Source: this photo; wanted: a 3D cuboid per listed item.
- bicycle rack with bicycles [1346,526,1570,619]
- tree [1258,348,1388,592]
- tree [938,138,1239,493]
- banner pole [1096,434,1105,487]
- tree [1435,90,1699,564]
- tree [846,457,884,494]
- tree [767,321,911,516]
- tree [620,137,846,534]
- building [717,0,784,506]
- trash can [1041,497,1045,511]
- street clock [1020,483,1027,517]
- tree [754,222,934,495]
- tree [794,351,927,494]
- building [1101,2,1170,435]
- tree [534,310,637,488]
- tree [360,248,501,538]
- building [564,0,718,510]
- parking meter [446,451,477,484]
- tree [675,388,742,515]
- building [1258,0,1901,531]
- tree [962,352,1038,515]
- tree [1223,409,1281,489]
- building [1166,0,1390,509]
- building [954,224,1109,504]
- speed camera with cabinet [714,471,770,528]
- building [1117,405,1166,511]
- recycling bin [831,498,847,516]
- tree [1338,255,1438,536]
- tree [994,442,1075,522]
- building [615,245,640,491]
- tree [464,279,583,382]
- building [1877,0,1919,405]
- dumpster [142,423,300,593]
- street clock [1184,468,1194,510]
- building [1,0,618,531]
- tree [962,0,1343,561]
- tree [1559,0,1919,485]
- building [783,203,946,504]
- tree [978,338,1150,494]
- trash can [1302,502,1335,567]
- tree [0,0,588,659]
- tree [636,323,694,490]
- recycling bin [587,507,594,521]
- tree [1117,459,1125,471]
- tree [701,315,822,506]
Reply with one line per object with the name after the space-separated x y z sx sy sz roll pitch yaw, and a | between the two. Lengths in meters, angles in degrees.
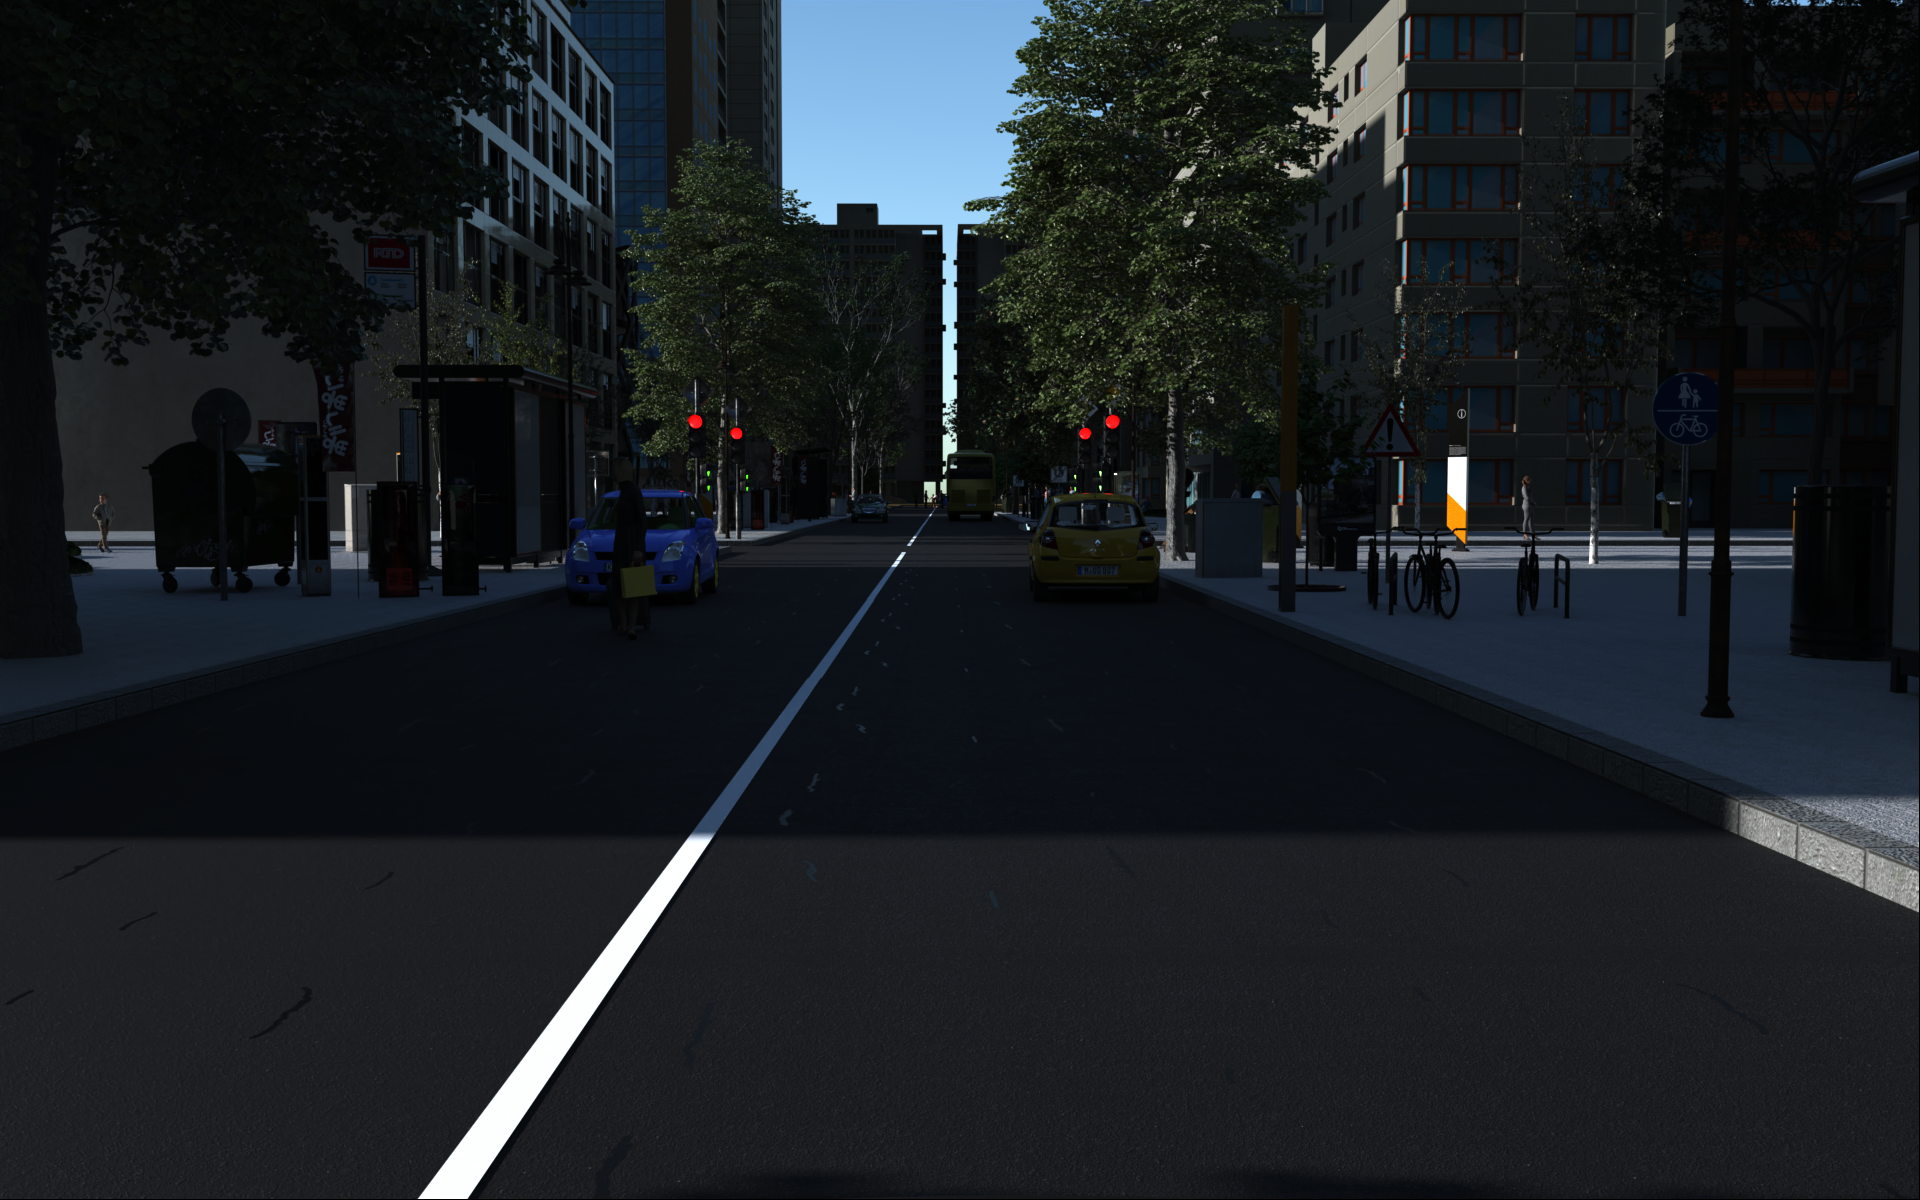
5.481 -0.333 18.822 2.852 0.926 2.925 1 4 17 | bicycle rack with bicycles
4.538 -1.735 22.973 1.663 3.219 1.824 0 3 0 | tree
4.105 -8.444 55.074 9.611 12.733 9.660 0 3 0 | tree
5.303 -4.637 65.829 0.401 3.779 0.863 -2 4 -27 | banner pole
11.533 -4.959 31.445 4.360 8.622 3.978 0 3 0 | tree
-8.263 -10.269 151.610 4.285 4.588 4.351 0 3 0 | tree
-7.587 -10.856 103.258 9.928 11.665 9.643 0 3 0 | tree
-7.293 -8.414 55.693 7.486 12.596 7.792 0 3 0 | tree
-29.273 -45.206 177.374 20.611 71.187 20.563 0 4 0 | building
4.632 -5.462 100.953 0.748 1.137 0.748 0 3 0 | trash can
3.589 -5.658 97.076 0.471 2.002 0.358 1 4 16 | street clock
-8.992 -16.323 122.764 12.611 20.169 13.585 0 3 0 | tree
-7.788 -14.015 139.520 12.009 13.543 11.850 0 3 0 | tree
25.905 -33.864 173.281 23.786 49.044 30.456 0 4 0 | building
-15.320 -7.248 68.864 4.360 8.622 3.978 0 3 0 | tree
-15.195 -6.121 50.438 4.360 8.622 3.978 0 3 0 | tree
-26.040 -29.407 130.923 14.600 45.320 14.200 0 4 0 | building
-6.766 -1.091 23.552 0.399 1.863 0.255 -1 4 -14 | parking meter
-15.824 -9.817 110.865 4.737 8.622 4.395 0 3 0 | tree
29.370 -13.926 72.726 28.899 21.520 27.650 0 4 0 | building
3.598 -11.182 108.580 9.928 11.665 9.643 0 3 0 | tree
11.437 -4.955 64.724 4.285 4.588 4.351 0 3 0 | tree
24.896 -29.575 107.248 21.300 48.544 21.600 0 4 0 | building
11.183 -33.156 233.983 23.993 40.220 32.217 0 4 0 | building
-8.315 -4.382 65.986 2.038 3.252 0.660 0 4 1 | speed camera with cabinet
27.794 -18.268 143.726 27.650 21.520 28.899 0 4 0 | building
-6.992 -5.336 99.799 0.722 1.027 0.722 -2 4 -27 | recycling bin
13.737 -6.257 52.671 4.360 8.622 3.978 0 3 0 | tree
3.794 -5.887 79.958 4.285 4.588 4.351 0 3 0 | tree
-27.661 -14.330 101.752 16.820 18.784 16.811 0 4 0 | building
-14.863 -6.652 59.130 4.737 8.622 4.395 0 3 0 | tree
22.766 -13.722 17.864 14.314 27.812 24.014 0 4 0 | building
-9.801 -1.265 23.173 1.502 2.255 1.985 0 4 -1 | dumpster
6.264 -2.669 48.200 0.471 2.002 0.358 1 4 14 | street clock
-27.952 -16.602 75.964 19.350 26.468 34.151 0 4 0 | building
3.780 -7.024 32.964 7.486 12.596 7.792 0 3 0 | tree
11.954 -5.441 23.375 7.601 10.594 8.767 0 4 6 | tree
-13.888 -33.180 234.369 23.993 40.220 32.217 0 4 0 | building
4.209 -8.401 71.762 8.767 10.594 7.601 2 4 27 | tree
6.443 -1.166 30.719 0.748 1.137 0.748 0 3 0 | trash can
-7.290 -6.527 13.378 9.857 13.997 8.962 0 3 0 | tree
-13.079 -7.609 74.770 4.360 8.622 3.978 0 3 0 | tree
-6.622 -1.237 32.779 0.722 1.027 0.722 0 4 2 | recycling bin
8.476 -6.015 92.949 1.663 3.219 1.824 0 3 0 | tree
-7.890 -7.309 69.867 4.360 8.622 3.978 0 3 0 | tree
